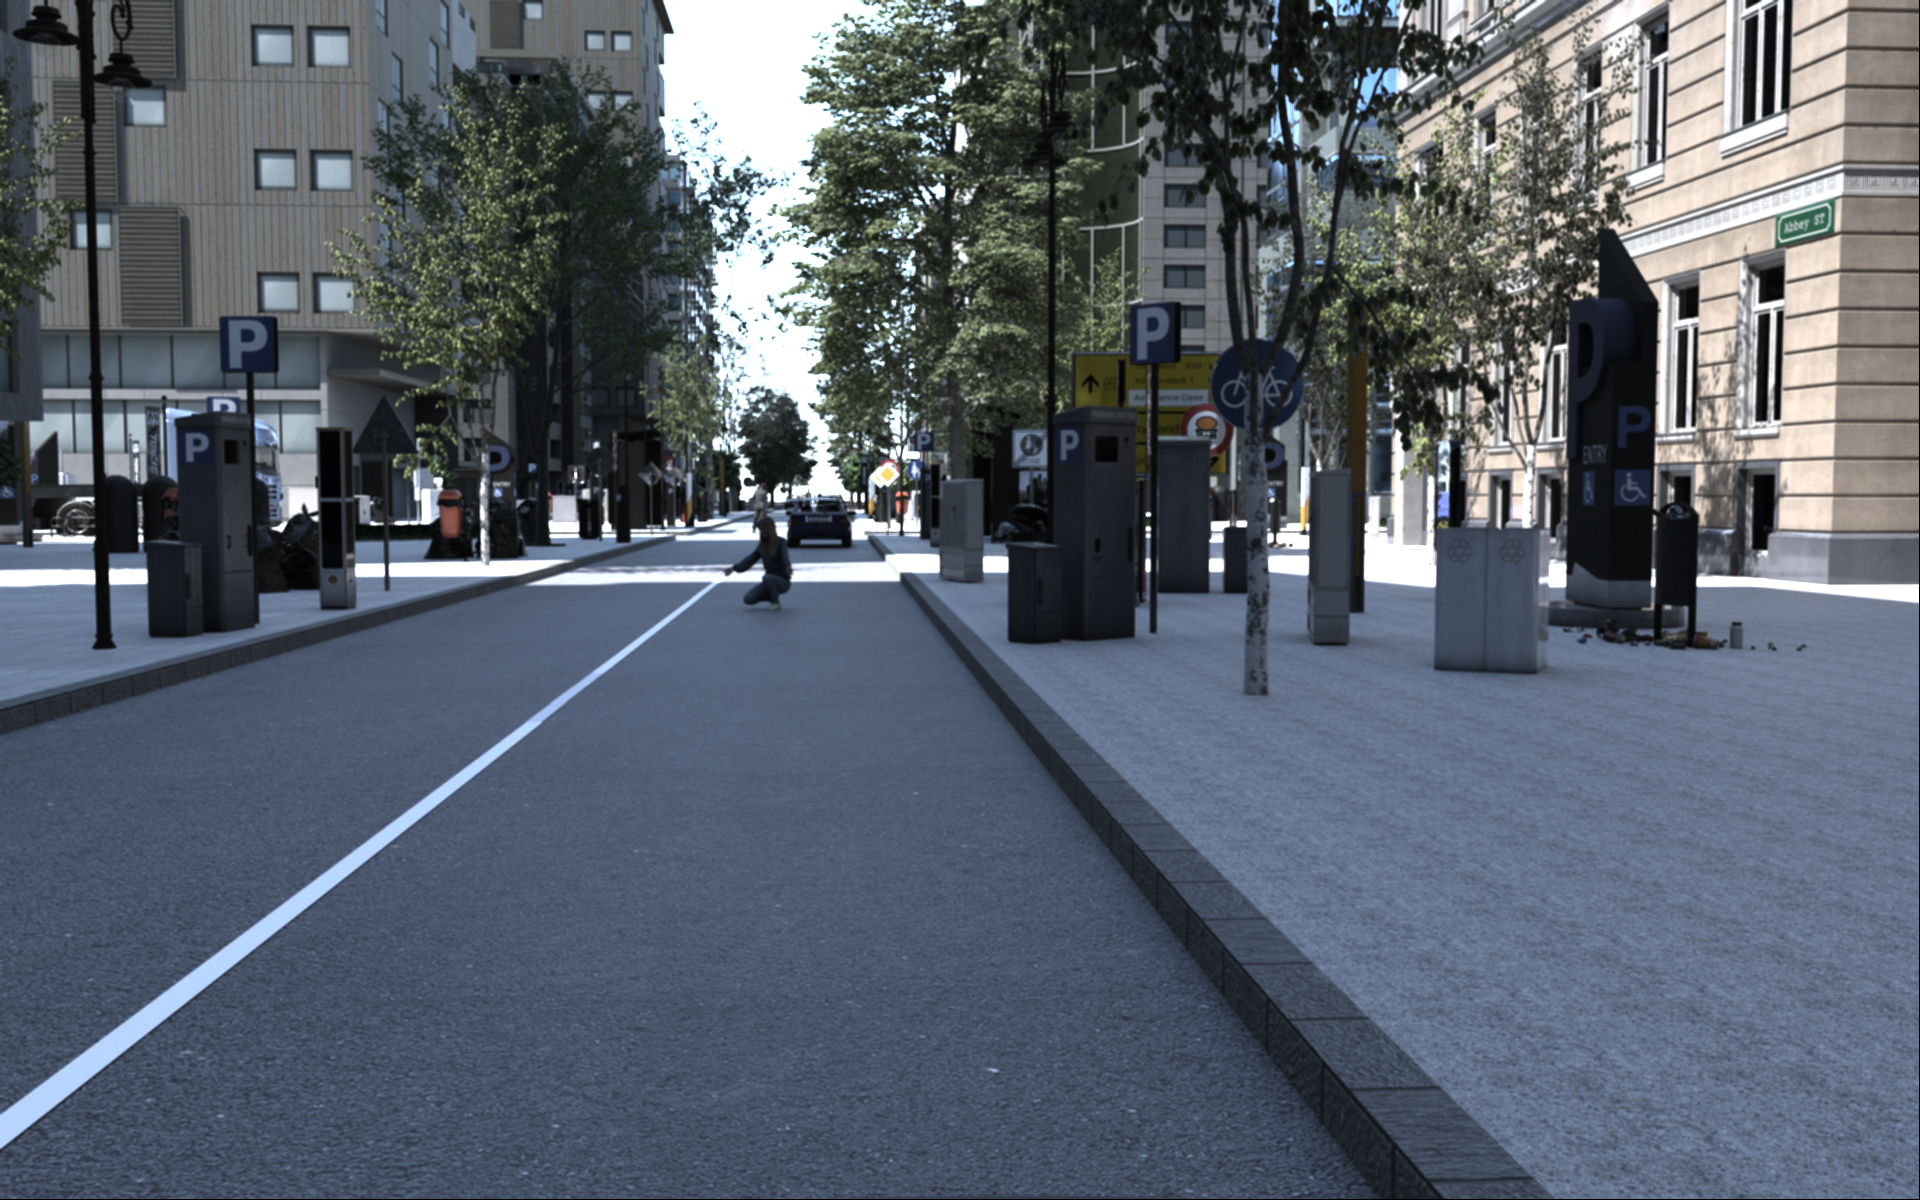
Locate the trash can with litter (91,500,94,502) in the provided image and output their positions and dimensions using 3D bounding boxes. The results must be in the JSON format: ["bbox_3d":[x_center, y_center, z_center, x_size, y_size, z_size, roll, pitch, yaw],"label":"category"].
[{"bbox_3d":[-34.120,-3.460,67.966,0.624,1.170,1.055,3,5,42],"label":"trash can with litter"}]

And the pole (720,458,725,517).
[{"bbox_3d":[-13.943,-6.574,101.324,0.158,3.312,0.155,0,3,0],"label":"pole"}]

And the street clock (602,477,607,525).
[{"bbox_3d":[-14.855,-4.107,71.715,0.471,2.002,0.358,1,4,9],"label":"street clock"}]

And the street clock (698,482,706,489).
[{"bbox_3d":[-15.533,-6.105,104.389,0.471,2.002,0.358,1,4,14],"label":"street clock"}]

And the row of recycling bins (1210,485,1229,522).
[{"bbox_3d":[11.012,-4.449,79.860,3.534,1.692,1.069,-3,5,-39],"label":"row of recycling bins"}]

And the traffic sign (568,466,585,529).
[{"bbox_3d":[-13.886,-3.704,62.697,0.606,2.300,0.079,0,4,-4],"label":"traffic sign"}]

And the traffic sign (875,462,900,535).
[{"bbox_3d":[-2.246,-3.059,53.661,0.795,2.450,0.064,0,4,-4],"label":"traffic sign"}]

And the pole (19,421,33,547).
[{"bbox_3d":[-22.490,-2.928,41.709,0.158,3.312,0.155,0,3,0],"label":"pole"}]

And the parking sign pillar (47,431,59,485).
[{"bbox_3d":[-38.987,-5.216,73.752,1.447,3.967,1.447,1,4,8],"label":"parking sign pillar"}]

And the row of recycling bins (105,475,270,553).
[{"bbox_3d":[-17.286,-1.928,38.633,3.534,1.692,1.069,-2,4,-31],"label":"row of recycling bins"}]

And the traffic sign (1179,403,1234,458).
[{"bbox_3d":[3.440,-1.478,24.276,0.768,2.556,0.104,0,4,1],"label":"traffic sign"}]

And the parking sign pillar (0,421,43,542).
[{"bbox_3d":[-25.406,-3.539,46.331,1.447,3.967,1.447,-1,4,-21],"label":"parking sign pillar"}]

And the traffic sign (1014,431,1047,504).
[{"bbox_3d":[1.137,-1.558,27.604,0.606,2.300,0.079,0,4,0],"label":"traffic sign"}]

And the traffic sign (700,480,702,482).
[{"bbox_3d":[-16.813,-6.991,114.407,0.768,2.556,0.104,0,4,2],"label":"traffic sign"}]

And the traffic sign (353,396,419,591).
[{"bbox_3d":[-7.608,-1.402,22.934,0.884,2.594,0.081,0,4,-1],"label":"traffic sign"}]

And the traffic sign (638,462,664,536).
[{"bbox_3d":[-9.472,-3.028,53.151,0.795,2.450,0.064,0,4,-4],"label":"traffic sign"}]

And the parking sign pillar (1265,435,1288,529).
[{"bbox_3d":[11.520,-4.656,64.601,1.447,3.967,1.447,-1,4,-11],"label":"parking sign pillar"}]

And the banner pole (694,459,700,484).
[{"bbox_3d":[-17.367,-7.633,114.812,0.863,3.779,0.401,0,4,6],"label":"banner pole"}]

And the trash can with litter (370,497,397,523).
[{"bbox_3d":[-25.119,-3.918,75.451,0.624,1.170,1.055,3,4,38],"label":"trash can with litter"}]

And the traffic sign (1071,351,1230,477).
[{"bbox_3d":[2.727,-1.893,24.830,2.265,3.308,0.079,0,4,2],"label":"traffic sign"}]

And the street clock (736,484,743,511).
[{"bbox_3d":[-16.426,-7.613,129.049,0.358,2.002,0.471,3,4,38],"label":"street clock"}]

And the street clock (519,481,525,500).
[{"bbox_3d":[-24.054,-5.539,95.127,0.358,2.002,0.471,-1,4,-17],"label":"street clock"}]

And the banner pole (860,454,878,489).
[{"bbox_3d":[-5.164,-6.471,95.810,0.863,3.779,0.401,-3,4,-36],"label":"banner pole"}]

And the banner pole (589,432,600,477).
[{"bbox_3d":[-14.711,-4.873,69.697,0.863,3.779,0.401,3,5,42],"label":"banner pole"}]

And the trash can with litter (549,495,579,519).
[{"bbox_3d":[-20.934,-4.817,89.807,2.233,1.210,1.678,-2,4,-33],"label":"trash can with litter"}]

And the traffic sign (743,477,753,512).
[{"bbox_3d":[-15.521,-7.746,126.745,0.768,2.556,0.104,0,4,5],"label":"traffic sign"}]

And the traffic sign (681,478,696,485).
[{"bbox_3d":[-15.947,-6.229,101.840,0.884,2.594,0.081,0,4,2],"label":"traffic sign"}]

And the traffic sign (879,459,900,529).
[{"bbox_3d":[-2.579,-3.853,63.104,0.768,2.556,0.104,0,4,-1],"label":"traffic sign"}]

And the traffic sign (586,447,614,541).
[{"bbox_3d":[-9.802,-2.879,47.184,0.768,2.556,0.104,0,4,2],"label":"traffic sign"}]

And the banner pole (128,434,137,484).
[{"bbox_3d":[-34.088,-4.985,71.524,0.863,3.779,0.401,2,4,33],"label":"banner pole"}]

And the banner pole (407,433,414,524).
[{"bbox_3d":[-22.445,-4.936,70.717,0.401,3.779,0.863,0,4,4],"label":"banner pole"}]

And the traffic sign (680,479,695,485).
[{"bbox_3d":[-15.206,-5.900,96.463,0.884,2.594,0.081,0,4,-1],"label":"traffic sign"}]

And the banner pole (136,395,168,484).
[{"bbox_3d":[-20.249,-3.289,43.792,0.401,3.779,0.863,1,4,19],"label":"banner pole"}]

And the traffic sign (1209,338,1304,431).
[{"bbox_3d":[2.432,-0.867,14.287,0.768,2.556,0.104,0,4,2],"label":"traffic sign"}]

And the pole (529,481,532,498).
[{"bbox_3d":[-27.478,-7.158,110.880,0.158,3.312,0.155,0,3,0],"label":"pole"}]

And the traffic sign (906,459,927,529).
[{"bbox_3d":[-1.586,-3.895,63.793,0.768,2.556,0.104,0,4,1],"label":"traffic sign"}]

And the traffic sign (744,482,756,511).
[{"bbox_3d":[-15.709,-7.932,129.696,0.884,2.594,0.081,0,4,2],"label":"traffic sign"}]

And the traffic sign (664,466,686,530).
[{"bbox_3d":[-10.058,-3.515,61.115,0.795,2.450,0.064,0,4,-4],"label":"traffic sign"}]

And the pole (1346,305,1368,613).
[{"bbox_3d":[4.275,-1.520,18.699,0.158,3.312,0.155,0,3,0],"label":"pole"}]

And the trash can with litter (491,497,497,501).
[{"bbox_3d":[-17.900,-3.361,66.335,0.624,1.170,1.055,0,4,2],"label":"trash can with litter"}]

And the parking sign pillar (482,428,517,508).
[{"bbox_3d":[-18.477,-4.948,69.370,1.447,3.967,1.447,0,4,-1],"label":"parking sign pillar"}]

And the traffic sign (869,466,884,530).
[{"bbox_3d":[-2.832,-3.546,61.625,0.795,2.450,0.064,0,4,-4],"label":"traffic sign"}]

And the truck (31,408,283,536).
[{"bbox_3d":[-30.633,-3.967,54.620,18.799,4.110,2.967,0,4,-6],"label":"truck"}]

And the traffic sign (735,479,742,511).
[{"bbox_3d":[-16.916,-8.023,131.287,0.768,2.556,0.104,0,4,-2],"label":"traffic sign"}]

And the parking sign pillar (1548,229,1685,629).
[{"bbox_3d":[6.411,-1.749,17.066,1.447,3.967,1.447,0,4,2],"label":"parking sign pillar"}]

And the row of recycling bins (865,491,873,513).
[{"bbox_3d":[-5.513,-6.524,113.775,1.069,1.692,3.534,1,4,9],"label":"row of recycling bins"}]

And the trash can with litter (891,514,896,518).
[{"bbox_3d":[-3.608,-4.993,93.022,0.624,1.170,1.055,-2,4,-29],"label":"trash can with litter"}]

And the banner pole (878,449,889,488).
[{"bbox_3d":[-4.187,-6.493,96.172,0.863,3.779,0.401,-1,4,-9],"label":"banner pole"}]
